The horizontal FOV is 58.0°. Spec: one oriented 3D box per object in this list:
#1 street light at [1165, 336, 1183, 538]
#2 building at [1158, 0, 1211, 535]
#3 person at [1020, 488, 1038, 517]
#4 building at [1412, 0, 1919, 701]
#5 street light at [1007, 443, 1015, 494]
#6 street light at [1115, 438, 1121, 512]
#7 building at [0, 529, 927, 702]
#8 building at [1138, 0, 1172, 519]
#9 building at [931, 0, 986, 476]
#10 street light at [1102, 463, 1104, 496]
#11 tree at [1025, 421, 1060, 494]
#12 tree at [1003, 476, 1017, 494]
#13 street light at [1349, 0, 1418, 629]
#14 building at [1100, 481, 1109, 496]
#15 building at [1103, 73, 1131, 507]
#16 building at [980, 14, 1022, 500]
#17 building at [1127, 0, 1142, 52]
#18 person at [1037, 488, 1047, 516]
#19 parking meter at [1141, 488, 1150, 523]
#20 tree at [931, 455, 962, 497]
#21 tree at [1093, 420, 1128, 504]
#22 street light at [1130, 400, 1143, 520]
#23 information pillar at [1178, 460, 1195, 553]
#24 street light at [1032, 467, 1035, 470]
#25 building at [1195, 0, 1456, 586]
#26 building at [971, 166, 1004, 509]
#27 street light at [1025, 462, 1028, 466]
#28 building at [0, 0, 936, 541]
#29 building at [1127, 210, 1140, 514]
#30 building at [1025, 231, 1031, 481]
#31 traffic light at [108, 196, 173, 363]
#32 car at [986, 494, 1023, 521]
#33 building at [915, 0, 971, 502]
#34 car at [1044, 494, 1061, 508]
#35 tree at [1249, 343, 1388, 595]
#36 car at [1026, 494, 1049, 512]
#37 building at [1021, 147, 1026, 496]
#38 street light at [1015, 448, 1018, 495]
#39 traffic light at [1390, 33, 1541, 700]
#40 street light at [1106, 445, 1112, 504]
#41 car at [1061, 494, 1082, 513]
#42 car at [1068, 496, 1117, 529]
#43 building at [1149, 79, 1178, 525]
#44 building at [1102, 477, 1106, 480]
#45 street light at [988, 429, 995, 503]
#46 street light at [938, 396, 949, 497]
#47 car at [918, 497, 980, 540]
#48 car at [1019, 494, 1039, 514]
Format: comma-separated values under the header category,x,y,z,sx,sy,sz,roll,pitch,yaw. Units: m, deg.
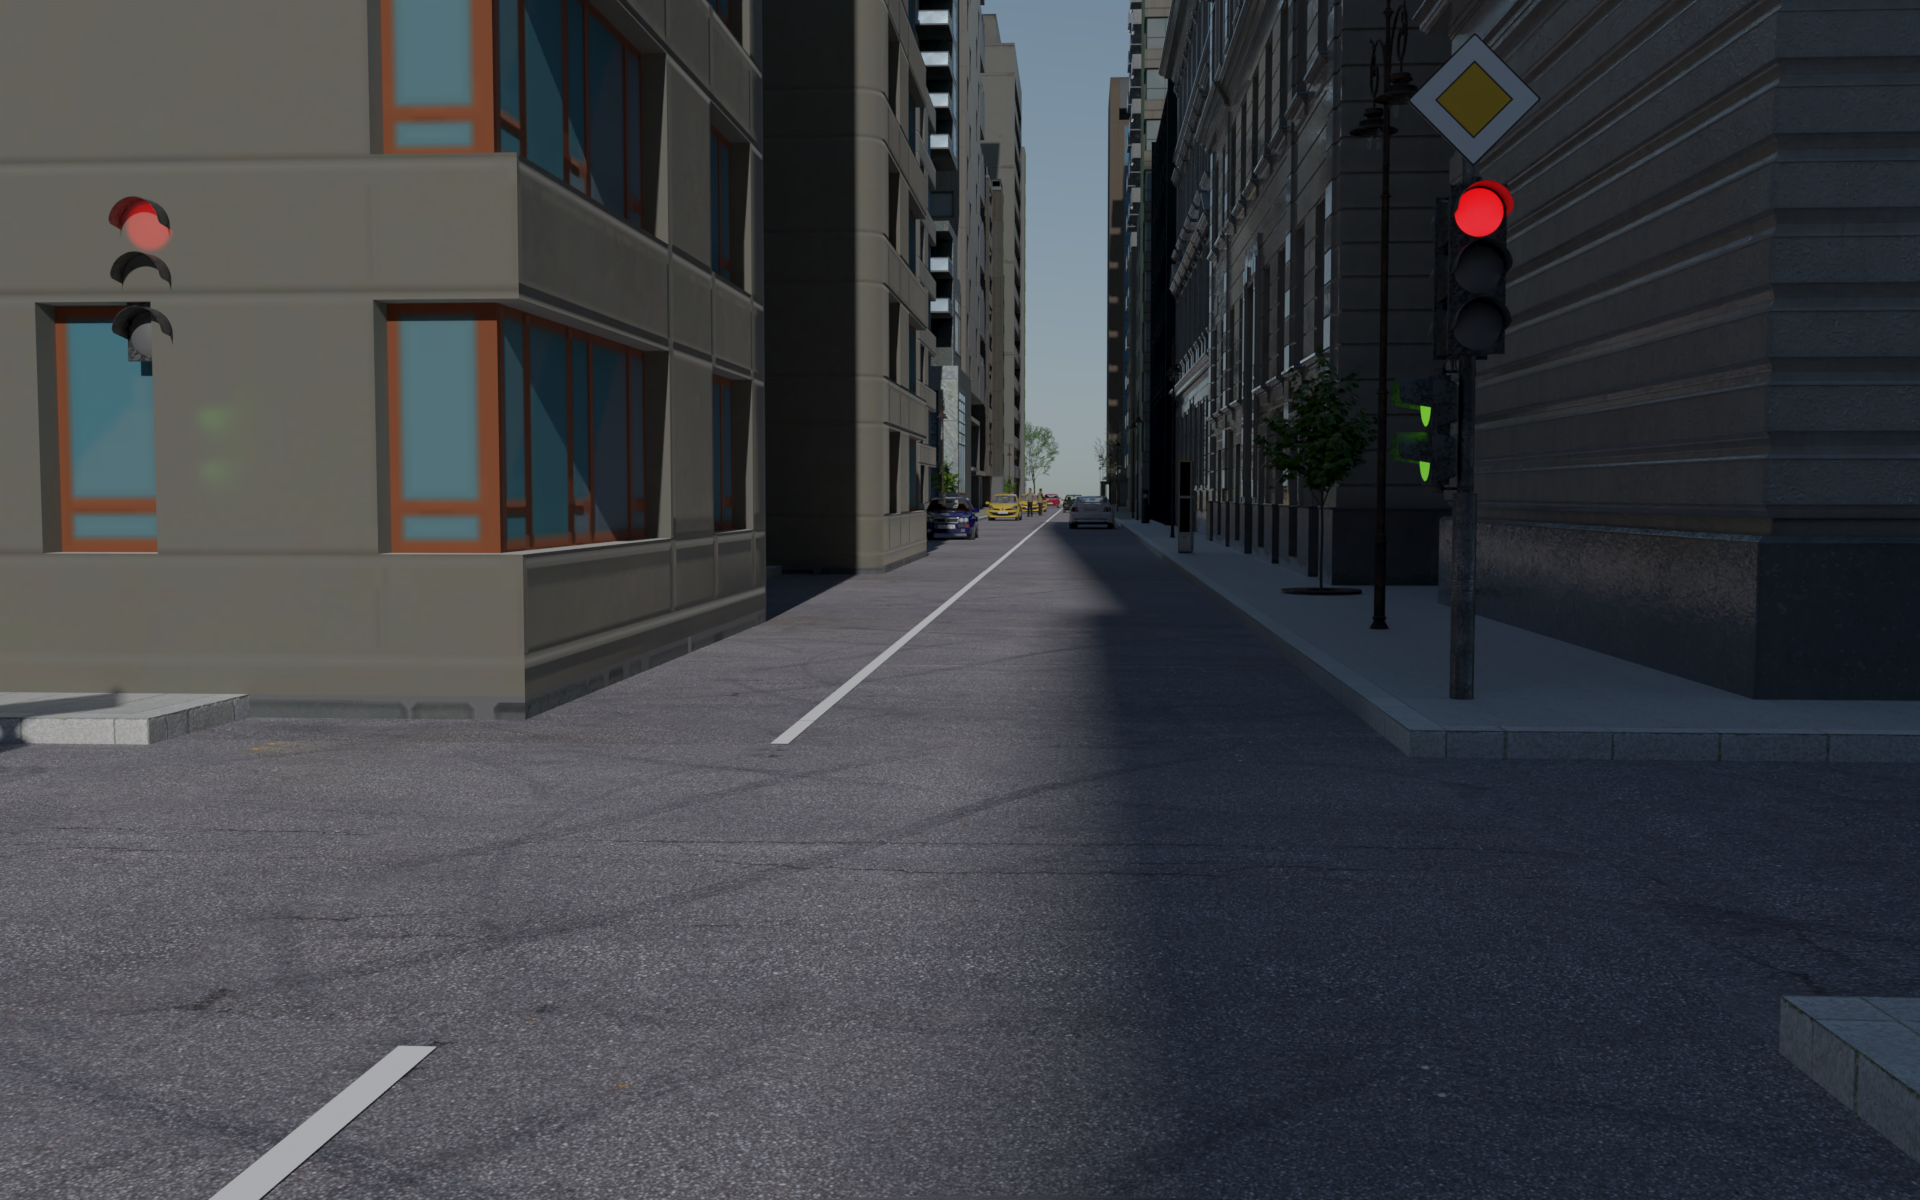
category,x,y,z,sx,sy,sz,roll,pitch,yaw
street light,6.259,-4.774,50.841,0.468,5.910,1.993,0,4,4
building,12.982,-13.617,58.802,11.583,22.565,21.152,0,4,4
person,4.383,-6.137,108.856,1.348,1.823,0.705,2,4,34
building,14.499,-11.336,14.223,19.941,23.489,11.050,0,4,4
street light,4.493,-11.305,157.626,0.468,5.910,1.993,0,4,4
street light,11.572,-9.432,127.008,0.468,5.910,1.993,0,4,4
building,-15.554,-11.047,25.654,27.650,21.520,28.899,0,4,4
building,16.749,-25.070,93.490,14.154,41.232,14.086,0,4,4
building,-12.093,-33.175,131.649,28.713,52.752,27.495,0,4,4
street light,14.938,-12.436,176.111,0.468,5.910,1.993,0,4,4
tree,10.447,-19.586,245.986,9.928,11.665,9.643,0,3,0
tree,4.611,-10.230,161.859,1.663,3.219,1.824,0,3,0
street light,3.991,-2.662,16.310,0.468,5.910,1.993,0,4,4
building,35.006,-33.008,231.563,32.217,40.220,23.993,0,4,4
building,22.548,-32.574,182.687,14.600,45.320,14.200,0,4,4
building,-4.605,-34.055,180.505,21.300,48.544,21.600,0,4,4
building,25.276,-32.129,144.919,23.786,49.044,30.456,0,4,4
person,5.317,-6.427,113.674,0.705,1.812,1.348,-2,4,-25
parking meter,8.122,-4.123,75.826,0.372,1.533,0.369,0,3,0
tree,-0.693,-5.576,85.773,1.663,3.219,1.824,0,3,0
tree,15.308,-13.505,171.165,4.360,8.622,3.978,0,3,0
street light,8.737,-6.870,85.113,0.468,5.910,1.993,0,4,4
information pillar,4.901,-2.022,37.546,0.304,2.012,0.304,1,4,17
street light,10.258,-16.371,240.445,0.468,5.910,1.993,0,4,4
building,11.674,-14.550,35.159,12.463,27.353,25.104,0,4,4
building,-3.469,-23.303,152.711,14.160,30.474,14.107,0,4,4
street light,7.852,-14.268,206.073,0.468,5.910,1.993,0,4,4
building,-15.879,-13.462,65.150,27.650,21.520,28.899,0,4,4
building,25.427,-16.533,115.354,27.650,21.520,28.899,0,4,4
building,-2.951,-36.817,221.573,23.786,49.044,30.456,0,4,4
traffic light,-5.114,-1.369,11.307,0.839,4.253,0.868,0,4,4
car,2.445,-5.114,93.844,2.015,1.641,3.980,0,4,5
building,-10.165,-48.213,100.950,22.319,86.520,31.000,0,4,4
car,9.357,-10.320,177.766,2.155,1.783,4.494,0,4,6
tree,4.544,-1.697,22.355,1.663,3.219,1.824,0,3,0
car,6.107,-7.877,139.013,2.015,1.641,3.980,0,4,2
building,0.283,-31.496,198.546,14.154,41.232,14.086,0,4,4
street light,5.518,-12.170,171.769,0.468,5.910,1.993,0,4,4
traffic light,3.129,-1.335,10.755,0.839,4.253,0.868,0,4,4
street light,14.031,-11.539,161.444,0.468,5.910,1.993,0,4,4
car,8.806,-7.588,133.851,2.009,1.686,4.222,0,4,4
car,5.559,-3.694,72.764,2.083,1.381,4.827,0,4,6
building,15.032,-15.154,77.452,12.332,23.373,15.834,0,4,4
building,28.868,-35.772,204.478,23.786,49.044,30.456,0,4,4
street light,2.183,-9.194,123.106,0.468,5.910,1.993,0,4,4
street light,-0.791,-6.581,80.379,0.468,5.910,1.993,0,4,4
car,-0.327,-2.615,55.336,1.945,1.354,3.894,0,4,3
car,5.174,-7.253,128.804,2.015,1.641,3.980,0,4,3
